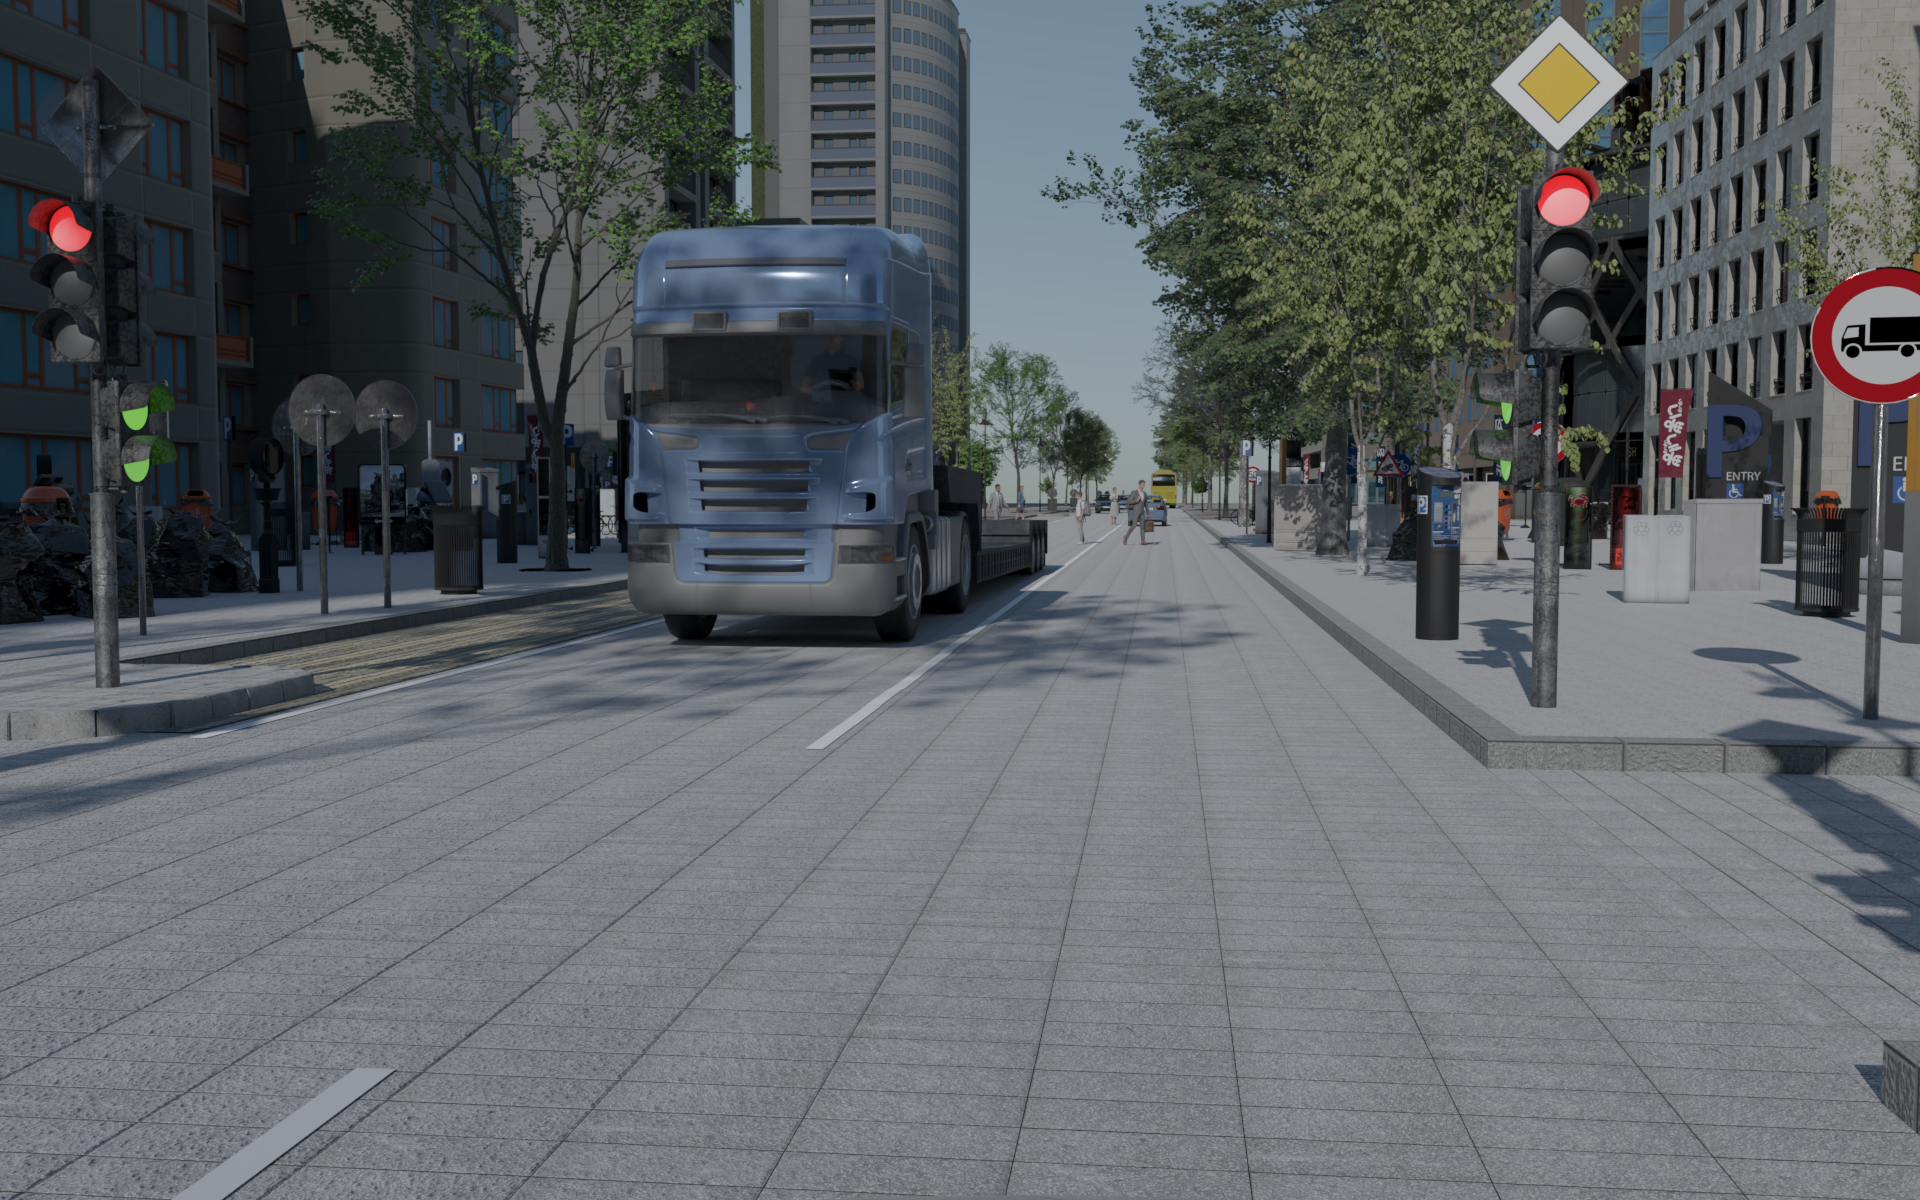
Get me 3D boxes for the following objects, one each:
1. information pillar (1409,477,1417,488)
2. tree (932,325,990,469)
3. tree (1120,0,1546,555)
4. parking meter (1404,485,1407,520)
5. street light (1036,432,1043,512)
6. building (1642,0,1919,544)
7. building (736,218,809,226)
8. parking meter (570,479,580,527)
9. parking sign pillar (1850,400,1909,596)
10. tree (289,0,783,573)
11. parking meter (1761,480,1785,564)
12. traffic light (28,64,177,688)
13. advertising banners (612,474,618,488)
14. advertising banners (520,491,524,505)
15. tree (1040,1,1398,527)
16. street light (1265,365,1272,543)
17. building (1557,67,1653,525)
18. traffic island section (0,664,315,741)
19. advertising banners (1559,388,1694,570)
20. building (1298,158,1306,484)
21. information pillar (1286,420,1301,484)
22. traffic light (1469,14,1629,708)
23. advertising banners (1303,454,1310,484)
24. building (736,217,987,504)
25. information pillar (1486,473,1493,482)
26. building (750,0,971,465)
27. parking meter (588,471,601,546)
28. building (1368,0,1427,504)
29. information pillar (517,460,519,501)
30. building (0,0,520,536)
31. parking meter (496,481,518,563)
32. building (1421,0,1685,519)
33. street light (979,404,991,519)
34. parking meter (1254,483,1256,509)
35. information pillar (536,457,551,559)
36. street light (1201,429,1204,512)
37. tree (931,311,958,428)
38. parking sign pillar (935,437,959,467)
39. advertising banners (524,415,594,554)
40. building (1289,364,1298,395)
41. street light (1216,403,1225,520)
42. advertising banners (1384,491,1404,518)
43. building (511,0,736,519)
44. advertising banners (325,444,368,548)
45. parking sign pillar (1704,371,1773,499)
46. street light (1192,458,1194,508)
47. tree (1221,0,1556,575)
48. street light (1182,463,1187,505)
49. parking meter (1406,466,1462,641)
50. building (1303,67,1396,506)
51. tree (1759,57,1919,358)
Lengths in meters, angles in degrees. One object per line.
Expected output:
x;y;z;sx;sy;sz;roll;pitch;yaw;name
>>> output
19.363;-4.256;74.075;0.304;2.012;0.304;0;4;1;information pillar
-0.543;-7.600;74.630;4.737;8.622;4.395;0;3;0;tree
7.861;-7.928;36.283;9.857;13.997;8.962;0;3;0;tree
12.837;-2.502;49.322;0.372;1.533;0.369;0;3;0;parking meter
5.868;-9.423;126.848;0.468;5.910;1.993;0;4;7;street light
28.360;-12.058;51.897;10.420;20.320;16.860;0;4;7;building
-22.050;-17.092;124.489;27.650;21.520;28.899;0;4;7;building
-14.812;-3.723;66.583;0.399;1.863;0.255;0;4;7;parking meter
12.176;-2.062;22.190;1.447;3.967;1.447;2;4;32;parking sign pillar
-6.764;-6.273;28.322;9.928;11.665;9.643;0;3;0;tree
14.928;-1.430;31.799;0.372;1.533;0.369;0;3;0;parking meter
-5.647;-1.374;11.389;0.839;4.253;0.868;0;4;7;traffic light
-16.647;-5.127;80.012;2.074;3.025;0.090;-2;4;-24;advertising banners
-21.977;-5.437;85.084;2.074;3.025;0.090;0;4;-8;advertising banners
9.914;-12.971;67.966;12.611;20.169;13.585;0;3;0;tree
8.129;-4.441;45.402;0.468;5.910;1.993;0;4;7;street light
33.912;-12.623;73.837;16.820;18.784;16.811;0;4;7;building
-5.685;0.658;11.529;2.009;0.180;2.903;0;4;7;traffic island section
11.168;-2.013;29.094;2.074;3.025;0.090;2;4;26;advertising banners
53.528;-36.109;214.077;21.300;48.544;21.600;0;4;7;building
10.335;-3.820;53.816;0.504;3.616;0.183;1;4;23;information pillar
3.504;-1.310;10.335;0.839;4.253;0.868;0;4;7;traffic light
14.835;-4.912;76.492;0.090;3.025;2.074;-2;4;-24;advertising banners
-13.245;-32.677;226.148;32.217;40.220;23.993;0;4;7;building
18.609;-3.445;60.815;0.304;2.012;0.304;1;4;16;information pillar
-10.818;-40.188;199.073;21.231;58.520;28.212;0;4;7;building
-8.986;-2.256;42.593;0.255;1.863;0.399;-1;4;-17;parking meter
43.204;-28.984;128.521;22.147;44.769;28.867;0;4;7;building
-19.245;-5.105;74.829;0.183;3.616;0.504;1;4;17;information pillar
-30.963;-12.459;48.750;27.650;21.520;28.899;0;4;7;building
-8.415;-1.452;32.155;0.372;1.533;0.369;0;3;0;parking meter
36.909;-27.966;107.351;14.600;45.320;14.200;0;4;7;building
1.276;-7.041;87.906;0.468;5.910;1.993;0;4;7;street light
14.455;-4.789;84.009;0.399;1.863;0.255;0;4;5;parking meter
-8.217;-1.835;34.488;0.304;2.012;0.304;1;4;12;information pillar
17.063;-9.105;121.659;0.468;5.910;1.993;0;4;7;street light
-2.224;-7.041;65.475;4.360;8.622;3.978;0;3;0;tree
-0.641;-5.661;81.033;1.447;3.967;1.447;3;5;43;parking sign pillar
-8.733;-2.542;37.748;2.074;3.025;0.090;3;4;37;advertising banners
51.375;-28.249;233.570;14.160;30.474;14.107;0;4;7;building
12.664;-6.823;84.350;0.468;5.910;1.993;0;4;7;street light
21.257;-5.282;82.542;2.074;3.025;0.090;1;4;23;advertising banners
-21.745;-40.349;97.960;20.563;71.187;20.611;0;4;7;building
-14.537;-2.762;41.354;2.074;3.025;0.090;2;4;27;advertising banners
16.904;-3.008;37.659;1.447;3.967;1.447;2;4;34;parking sign pillar
21.612;-11.487;160.606;0.468;5.910;1.993;0;4;7;street light
6.234;-4.682;26.906;4.737;8.622;4.395;0;3;0;tree
31.216;-16.502;242.591;0.468;5.910;1.993;0;4;7;street light
4.226;-0.421;15.297;0.372;1.533;0.369;0;3;0;parking meter
50.417;-34.803;192.733;21.300;48.544;21.600;0;4;7;building
15.465;-4.743;27.904;4.737;8.622;4.395;0;3;0;tree
